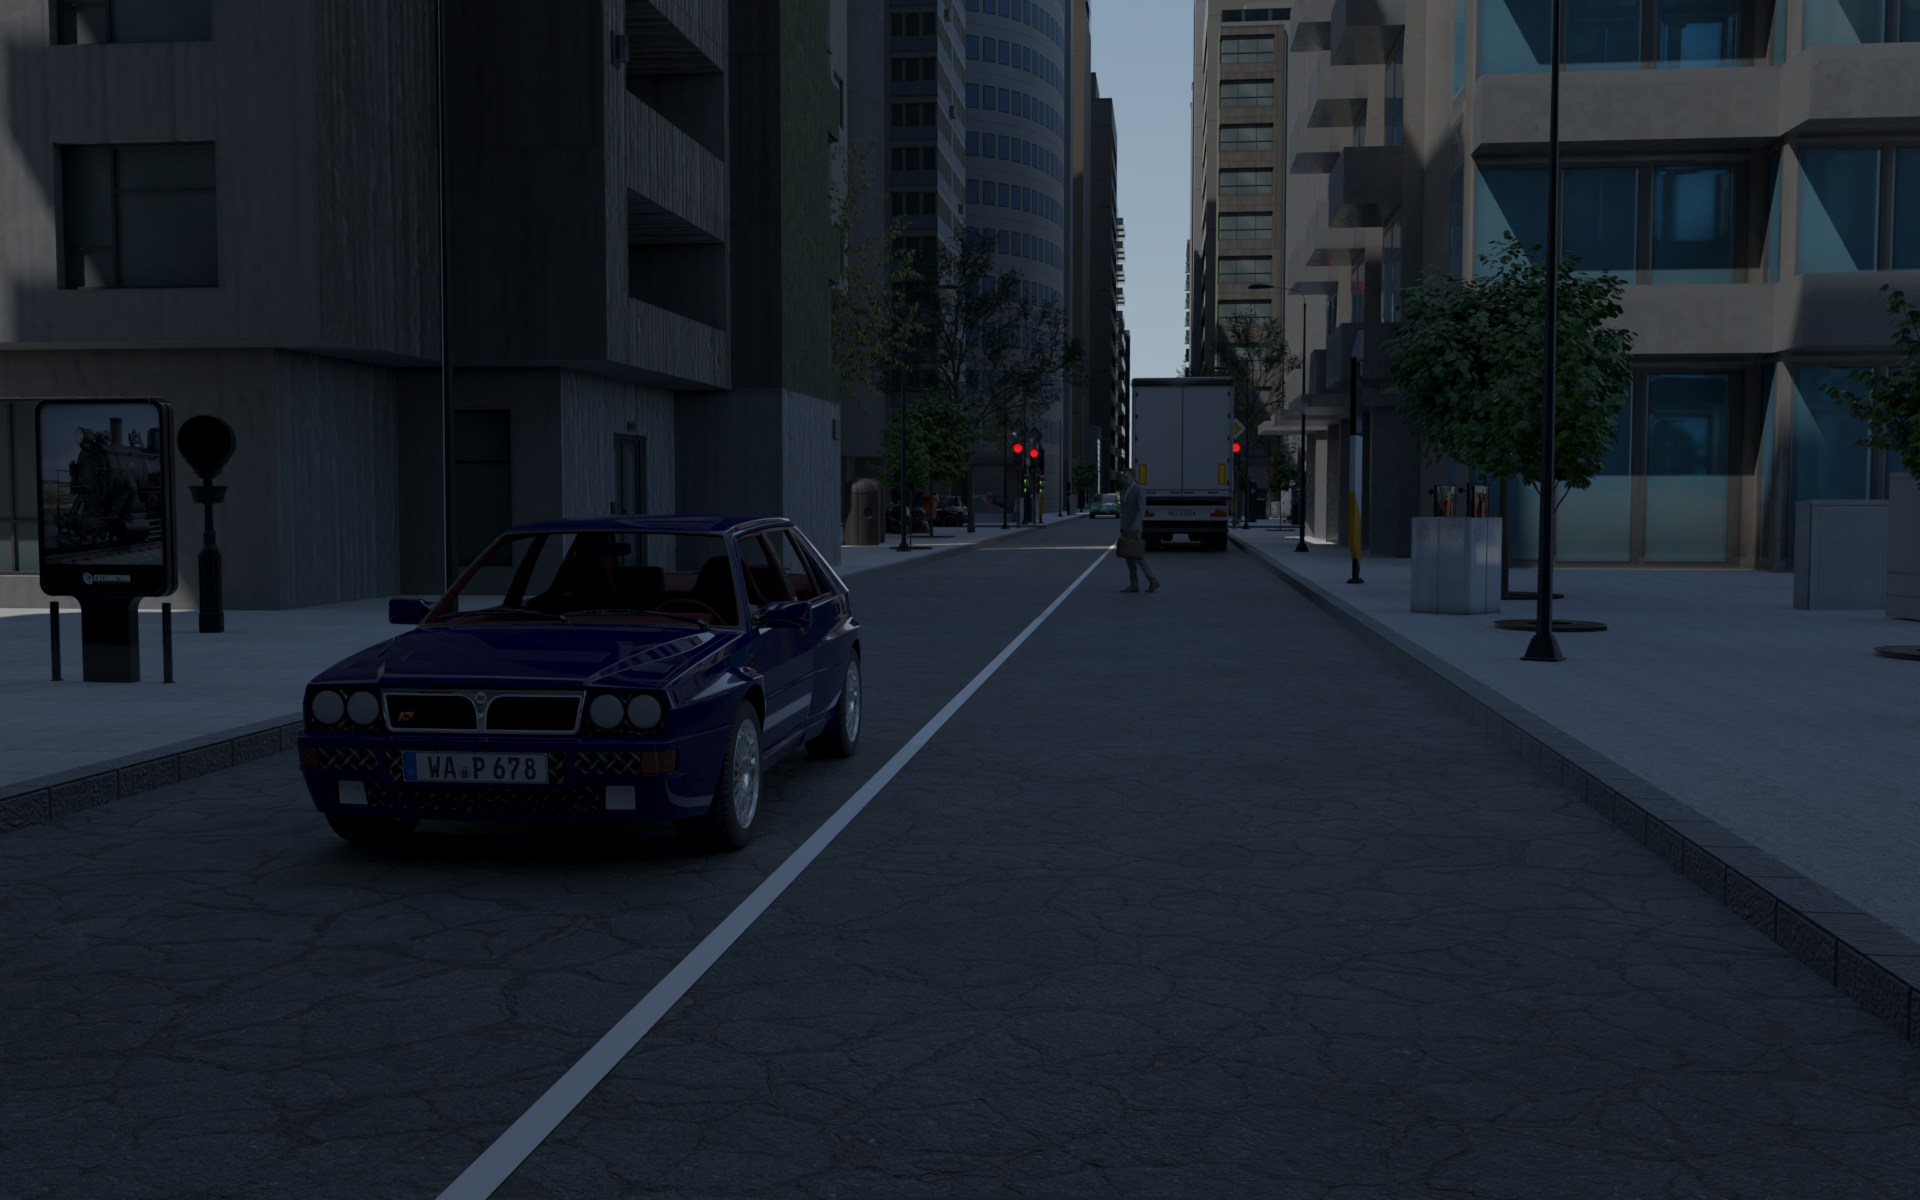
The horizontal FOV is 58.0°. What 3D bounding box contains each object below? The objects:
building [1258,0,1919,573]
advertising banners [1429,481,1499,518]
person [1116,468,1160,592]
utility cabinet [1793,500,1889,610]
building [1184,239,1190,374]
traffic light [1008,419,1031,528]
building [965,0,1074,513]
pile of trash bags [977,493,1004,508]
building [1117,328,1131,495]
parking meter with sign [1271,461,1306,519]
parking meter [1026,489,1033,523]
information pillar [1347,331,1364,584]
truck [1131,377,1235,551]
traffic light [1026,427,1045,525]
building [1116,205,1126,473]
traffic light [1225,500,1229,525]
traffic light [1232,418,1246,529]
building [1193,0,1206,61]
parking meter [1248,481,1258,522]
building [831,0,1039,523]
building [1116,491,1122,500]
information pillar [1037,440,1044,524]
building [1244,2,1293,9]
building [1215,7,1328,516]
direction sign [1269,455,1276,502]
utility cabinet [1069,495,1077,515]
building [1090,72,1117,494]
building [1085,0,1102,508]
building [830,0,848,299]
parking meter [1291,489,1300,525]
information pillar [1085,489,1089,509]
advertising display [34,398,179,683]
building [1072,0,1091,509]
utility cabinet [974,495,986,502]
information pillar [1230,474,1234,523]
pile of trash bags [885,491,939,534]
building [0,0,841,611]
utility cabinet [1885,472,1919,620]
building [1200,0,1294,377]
[{"bbox_3d":[19.619,-25.724,40.195,23.786,49.044,30.456,0,4,7],"label":"building"},{"bbox_3d":[7.435,-1.756,24.900,2.074,3.025,0.090,-3,4,-37],"label":"advertising banners"},{"bbox_3d":[2.504,-1.015,25.223,0.853,1.813,0.709,-2,4,-32],"label":"person"},{"bbox_3d":[9.843,-0.498,19.302,1.020,1.237,0.306,0,4,-8],"label":"utility cabinet"},{"bbox_3d":[48.506,-38.764,288.409,22.147,44.769,28.867,0,4,7],"label":"building"},{"bbox_3d":[2.205,-4.636,64.727,0.839,4.253,0.868,0,4,7],"label":"traffic light"},{"bbox_3d":[-3.289,-35.448,121.577,21.231,58.520,28.212,0,4,7],"label":"building"},{"bbox_3d":[1.765,-5.816,104.850,1.912,1.369,3.447,0,4,-1],"label":"pile of trash bags"},{"bbox_3d":[21.705,-31.957,294.198,14.160,30.474,14.107,0,4,7],"label":"building"},{"bbox_3d":[17.225,-5.792,90.961,1.738,3.016,0.543,2,4,32],"label":"parking meter with sign"},{"bbox_3d":[3.070,-4.236,77.664,0.372,1.533,0.369,0,3,0],"label":"parking meter"},{"bbox_3d":[5.656,-2.041,24.727,0.183,3.616,0.504,2,4,24],"label":"information pillar"},{"bbox_3d":[6.015,-3.562,47.160,2.839,4.237,11.283,0,4,7],"label":"truck"},{"bbox_3d":[3.145,-5.121,72.656,0.839,4.253,0.868,0,4,7],"label":"traffic light"},{"bbox_3d":[14.557,-39.878,271.619,23.786,49.044,30.456,0,4,7],"label":"building"},{"bbox_3d":[11.053,-5.065,71.738,0.839,4.253,0.868,0,4,7],"label":"traffic light"},{"bbox_3d":[10.113,-4.580,63.808,0.839,4.253,0.868,0,4,7],"label":"traffic light"},{"bbox_3d":[34.967,-39.145,182.023,21.231,58.520,28.212,0,4,7],"label":"building"},{"bbox_3d":[13.228,-4.436,78.237,0.399,1.863,0.255,0,4,-4],"label":"parking meter"},{"bbox_3d":[-12.613,-24.055,85.175,32.217,40.220,23.993,0,4,7],"label":"building"},{"bbox_3d":[6.711,-33.827,244.951,32.217,40.220,23.993,0,4,7],"label":"building"},{"bbox_3d":[3.544,-5.140,75.387,0.183,3.616,0.504,-1,4,-17],"label":"information pillar"},{"bbox_3d":[33.600,-26.936,132.290,32.217,40.220,23.993,0,4,7],"label":"building"},{"bbox_3d":[22.790,-20.488,106.676,14.160,30.474,14.107,0,4,7],"label":"building"},{"bbox_3d":[18.268,-6.622,100.263,0.876,3.537,0.379,-1,4,-12],"label":"direction sign"},{"bbox_3d":[6.995,-5.878,107.270,0.306,1.237,1.020,1,4,15],"label":"utility cabinet"},{"bbox_3d":[7.463,-35.510,204.283,21.300,48.544,21.600,0,4,7],"label":"building"},{"bbox_3d":[3.656,-52.873,177.139,22.319,86.520,31.000,0,4,7],"label":"building"},{"bbox_3d":[-18.659,-28.335,52.522,27.495,52.752,28.713,0,4,7],"label":"building"},{"bbox_3d":[13.904,-3.872,71.712,0.372,1.533,0.369,0,3,0],"label":"parking meter"},{"bbox_3d":[10.841,-8.755,147.636,0.304,2.012,0.304,0,4,-4],"label":"information pillar"},{"bbox_3d":[-5.800,-0.402,11.783,0.974,1.923,0.123,1,4,10],"label":"advertising display"},{"bbox_3d":[4.475,-30.916,155.584,14.600,45.320,14.200,0,4,7],"label":"building"},{"bbox_3d":[1.164,-5.918,107.925,1.020,1.237,0.306,-1,4,-11],"label":"utility cabinet"},{"bbox_3d":[12.015,-5.181,76.067,0.183,3.616,0.504,-1,4,-15],"label":"information pillar"},{"bbox_3d":[-1.771,-2.877,56.787,1.912,1.369,3.447,2,4,32],"label":"pile of trash bags"},{"bbox_3d":[-9.930,-15.457,24.418,14.160,30.474,14.107,0,4,7],"label":"building"},{"bbox_3d":[9.768,-0.525,17.270,0.318,1.500,1.173,0,4,-6],"label":"utility cabinet"},{"bbox_3d":[32.877,-32.646,157.460,21.300,48.544,21.600,0,4,7],"label":"building"}]
